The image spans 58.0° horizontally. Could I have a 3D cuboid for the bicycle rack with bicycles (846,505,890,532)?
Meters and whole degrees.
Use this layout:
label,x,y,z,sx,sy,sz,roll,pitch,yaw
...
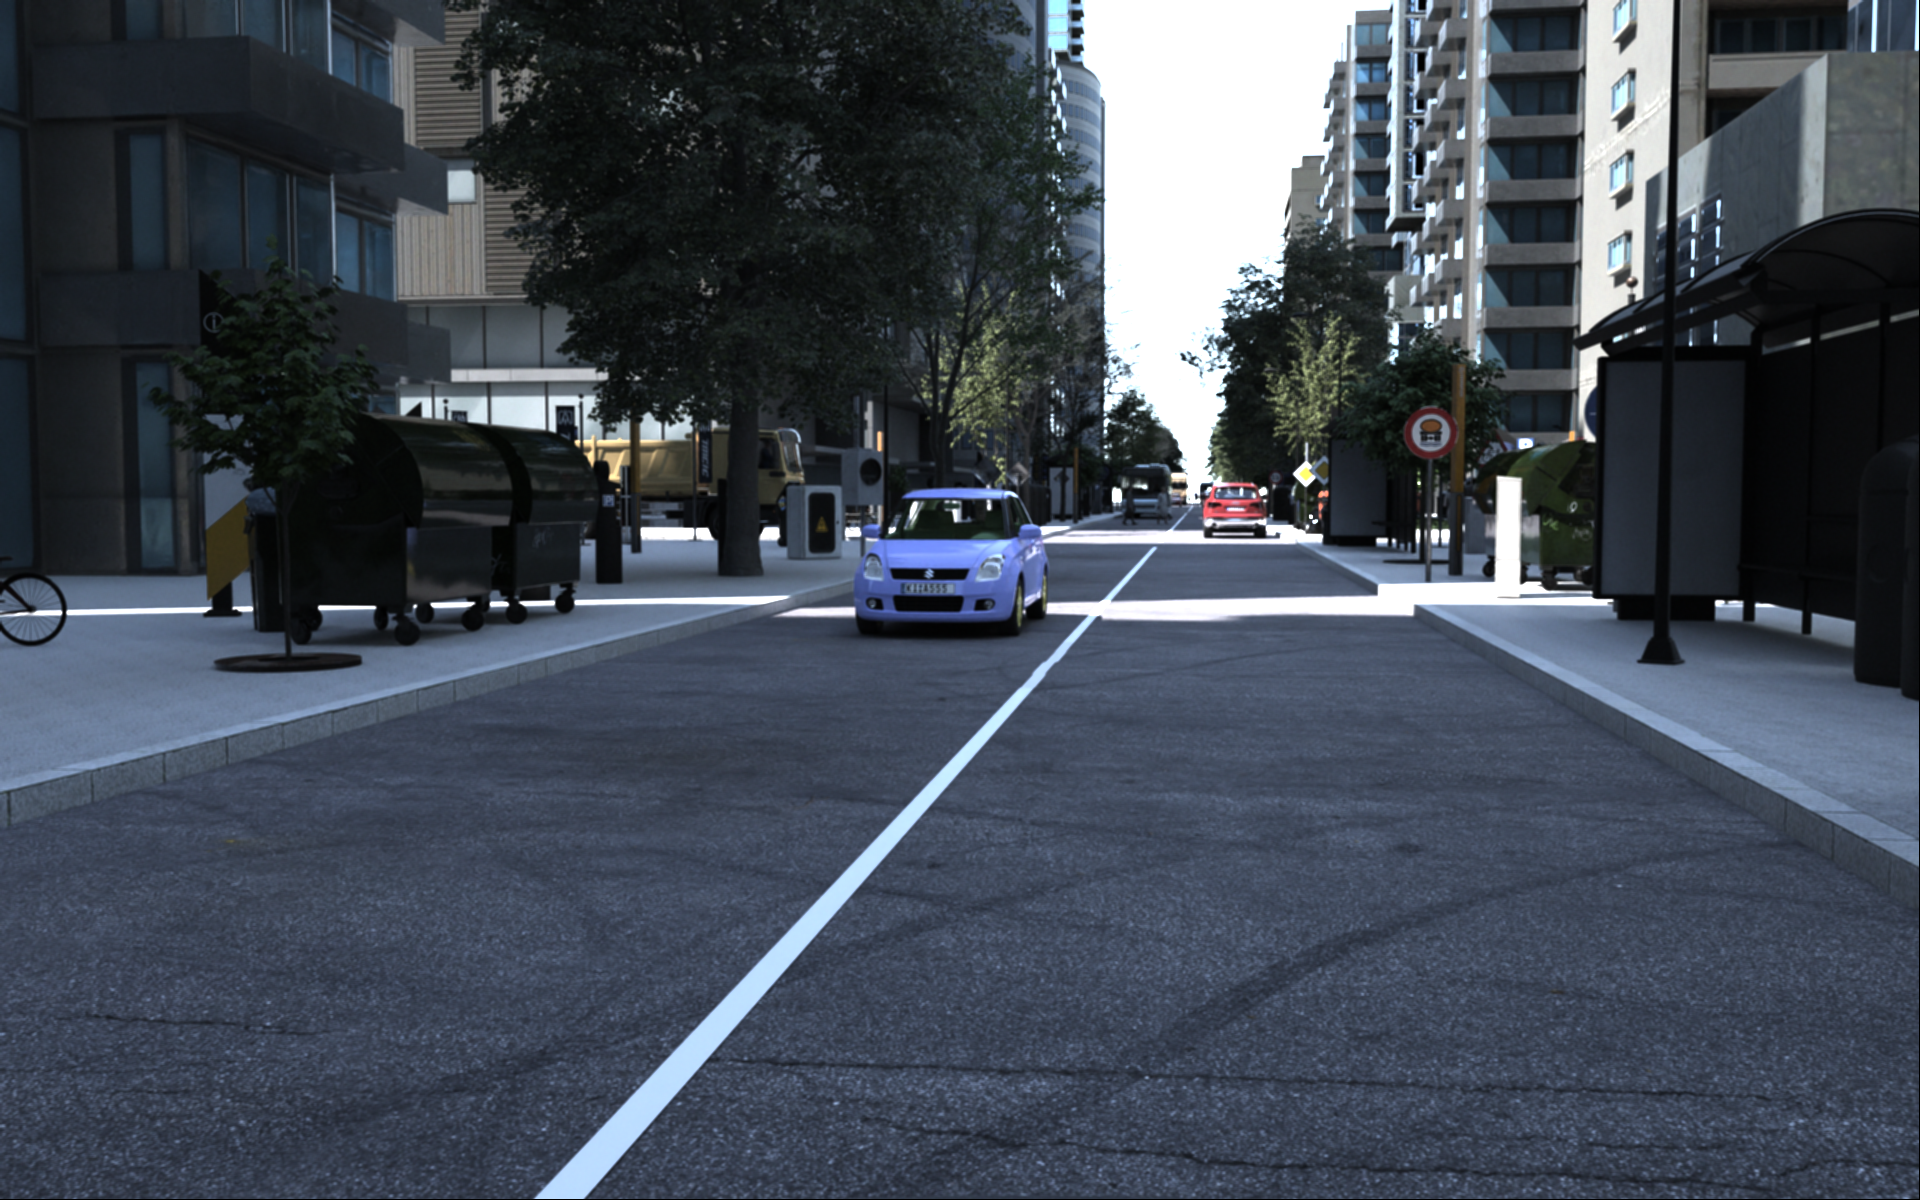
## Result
label,x,y,z,sx,sy,sz,roll,pitch,yaw
bicycle rack with bicycles,-3.539,-2.771,58.685,2.925,0.926,2.852,1,4,22

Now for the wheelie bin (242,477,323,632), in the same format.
label,x,y,z,sx,sy,sz,roll,pitch,yaw
wheelie bin,-6.371,-0.513,16.293,0.693,1.594,0.980,-2,4,-29

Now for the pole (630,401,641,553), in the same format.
label,x,y,z,sx,sy,sz,roll,pitch,yaw
pole,-7.038,-2.673,37.555,0.158,3.312,0.155,0,3,0

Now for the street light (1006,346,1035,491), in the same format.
label,x,y,z,sx,sy,sz,roll,pitch,yaw
street light,2.018,-4.979,53.944,1.470,5.913,1.316,0,4,8

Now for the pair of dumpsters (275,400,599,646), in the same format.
label,x,y,z,sx,sy,sz,roll,pitch,yaw
pair of dumpsters,-4.933,-0.865,16.633,1.574,2.255,4.437,0,4,8

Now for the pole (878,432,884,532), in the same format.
label,x,y,z,sx,sy,sz,roll,pitch,yaw
pole,-2.583,-3.841,56.645,0.158,3.312,0.155,0,3,0

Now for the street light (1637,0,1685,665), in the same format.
label,x,y,z,sx,sy,sz,roll,pitch,yaw
street light,4.799,-2.479,13.081,1.470,5.913,1.316,0,4,8

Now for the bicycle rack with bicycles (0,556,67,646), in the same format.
label,x,y,z,sx,sy,sz,roll,pitch,yaw
bicycle rack with bicycles,-9.080,-0.016,13.638,2.925,0.926,2.852,0,4,4

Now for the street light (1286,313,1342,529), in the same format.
label,x,y,z,sx,sy,sz,roll,pitch,yaw
street light,9.182,-4.397,44.438,1.470,5.913,1.316,0,4,8

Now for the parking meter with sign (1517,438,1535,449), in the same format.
label,x,y,z,sx,sy,sz,roll,pitch,yaw
parking meter with sign,18.198,-3.578,54.753,0.543,3.016,1.738,3,5,40

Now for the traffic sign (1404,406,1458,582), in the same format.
label,x,y,z,sx,sy,sz,roll,pitch,yaw
traffic sign,6.843,-1.537,25.238,0.768,2.556,0.104,1,4,11

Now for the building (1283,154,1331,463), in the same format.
label,x,y,z,sx,sy,sz,roll,pitch,yaw
building,56.336,-37.822,242.087,21.300,48.544,21.600,0,4,8

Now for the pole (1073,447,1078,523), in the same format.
label,x,y,z,sx,sy,sz,roll,pitch,yaw
pole,5.050,-5.002,75.621,0.158,3.312,0.155,0,3,0

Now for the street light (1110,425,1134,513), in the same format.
label,x,y,z,sx,sy,sz,roll,pitch,yaw
street light,10.713,-8.779,116.075,1.470,5.913,1.316,0,4,8

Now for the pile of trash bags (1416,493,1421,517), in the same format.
label,x,y,z,sx,sy,sz,roll,pitch,yaw
pile of trash bags,21.311,-4.475,82.920,1.912,1.369,3.447,-1,4,-10

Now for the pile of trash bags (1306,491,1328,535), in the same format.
label,x,y,z,sx,sy,sz,roll,pitch,yaw
pile of trash bags,11.830,-2.758,54.846,1.912,1.369,3.447,1,4,21

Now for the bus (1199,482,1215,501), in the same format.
label,x,y,z,sx,sy,sz,roll,pitch,yaw
bus,38.446,-16.709,268.058,2.948,3.499,13.247,1,4,9

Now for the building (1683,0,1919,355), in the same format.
label,x,y,z,sx,sy,sz,roll,pitch,yaw
building,23.008,-43.053,16.596,22.319,86.520,31.000,0,4,8

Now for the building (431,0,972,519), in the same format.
label,x,y,z,sx,sy,sz,roll,pitch,yaw
building,-14.268,-31.955,111.706,28.713,52.752,27.495,0,4,8

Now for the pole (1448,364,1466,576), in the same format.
label,x,y,z,sx,sy,sz,roll,pitch,yaw
pole,7.822,-2.043,27.240,0.158,3.312,0.155,0,3,0

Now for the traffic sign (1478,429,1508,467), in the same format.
label,x,y,z,sx,sy,sz,roll,pitch,yaw
traffic sign,10.642,-2.114,34.573,0.884,2.594,0.081,1,4,13

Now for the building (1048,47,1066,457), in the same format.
label,x,y,z,sx,sy,sz,roll,pitch,yaw
building,-1.244,-33.846,172.986,23.786,49.044,30.456,0,4,8

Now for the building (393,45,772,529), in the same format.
label,x,y,z,sx,sy,sz,roll,pitch,yaw
building,-18.256,-29.801,76.489,28.713,52.752,27.495,0,4,8

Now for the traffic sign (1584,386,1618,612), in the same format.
label,x,y,z,sx,sy,sz,roll,pitch,yaw
traffic sign,7.151,-1.142,18.776,0.768,2.556,0.104,1,4,16

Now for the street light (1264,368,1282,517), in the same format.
label,x,y,z,sx,sy,sz,roll,pitch,yaw
street light,11.925,-5.596,64.037,1.470,5.913,1.316,0,4,8

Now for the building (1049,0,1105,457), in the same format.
label,x,y,z,sx,sy,sz,roll,pitch,yaw
building,11.333,-58.136,263.191,22.319,86.520,31.000,0,4,8

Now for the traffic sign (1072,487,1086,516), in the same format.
label,x,y,z,sx,sy,sz,roll,pitch,yaw
traffic sign,6.141,-6.453,99.379,2.265,3.308,0.079,1,4,15

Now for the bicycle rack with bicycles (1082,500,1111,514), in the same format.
label,x,y,z,sx,sy,sz,roll,pitch,yaw
bicycle rack with bicycles,8.603,-6.188,114.549,2.925,0.926,2.852,-1,4,-19

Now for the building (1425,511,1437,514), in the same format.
label,x,y,z,sx,sy,sz,roll,pitch,yaw
building,40.552,-29.870,107.981,23.786,49.044,30.456,0,4,8

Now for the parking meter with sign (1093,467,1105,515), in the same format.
label,x,y,z,sx,sy,sz,roll,pitch,yaw
parking meter with sign,8.678,-6.899,109.058,0.543,3.016,1.738,1,4,15

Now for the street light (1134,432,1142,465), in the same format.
label,x,y,z,sx,sy,sz,roll,pitch,yaw
street light,12.613,-9.583,129.218,1.470,5.913,1.316,0,4,8

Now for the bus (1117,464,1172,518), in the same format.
label,x,y,z,sx,sy,sz,roll,pitch,yaw
bus,11.346,-6.721,104.751,2.948,3.499,13.247,1,4,9

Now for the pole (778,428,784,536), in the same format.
label,x,y,z,sx,sy,sz,roll,pitch,yaw
pole,-5.531,-3.653,53.572,0.158,3.312,0.155,0,3,0

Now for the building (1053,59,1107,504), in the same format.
label,x,y,z,sx,sy,sz,roll,pitch,yaw
building,8.383,-42.362,234.618,21.231,58.520,28.212,0,4,8

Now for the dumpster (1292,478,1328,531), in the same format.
label,x,y,z,sx,sy,sz,roll,pitch,yaw
dumpster,12.356,-3.535,60.295,1.502,2.255,1.985,1,4,8

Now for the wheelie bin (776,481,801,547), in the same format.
label,x,y,z,sx,sy,sz,roll,pitch,yaw
wheelie bin,-4.055,-2.112,42.438,0.693,1.594,0.980,1,4,22

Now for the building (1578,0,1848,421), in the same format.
label,x,y,z,sx,sy,sz,roll,pitch,yaw
building,36.331,-27.134,67.350,21.600,48.544,21.300,0,4,8

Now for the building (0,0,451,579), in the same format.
label,x,y,z,sx,sy,sz,roll,pitch,yaw
building,-25.743,-24.950,27.534,30.456,49.044,23.786,0,4,8

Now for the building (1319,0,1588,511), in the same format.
label,x,y,z,sx,sy,sz,roll,pitch,yaw
building,48.123,-33.942,174.559,23.786,49.044,30.456,0,4,8

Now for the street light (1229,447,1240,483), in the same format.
label,x,y,z,sx,sy,sz,roll,pitch,yaw
street light,22.679,-10.240,139.969,1.470,5.913,1.316,0,4,8

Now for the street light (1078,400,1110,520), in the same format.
label,x,y,z,sx,sy,sz,roll,pitch,yaw
street light,6.457,-6.888,85.162,1.470,5.913,1.316,0,4,8

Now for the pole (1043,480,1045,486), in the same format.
label,x,y,z,sx,sy,sz,roll,pitch,yaw
pole,5.144,-6.877,106.288,0.158,3.312,0.155,0,3,0

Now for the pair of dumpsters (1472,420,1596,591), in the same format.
label,x,y,z,sx,sy,sz,roll,pitch,yaw
pair of dumpsters,8.443,-1.357,24.678,1.574,2.255,4.437,0,4,8

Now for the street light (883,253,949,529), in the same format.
label,x,y,z,sx,sy,sz,roll,pitch,yaw
street light,-0.907,-3.734,33.587,1.470,5.913,1.316,0,4,8

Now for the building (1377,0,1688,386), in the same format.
label,x,y,z,sx,sy,sz,roll,pitch,yaw
building,44.292,-50.783,142.981,22.319,86.520,31.000,0,4,8

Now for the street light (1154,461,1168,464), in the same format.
label,x,y,z,sx,sy,sz,roll,pitch,yaw
street light,24.346,-14.651,212.090,1.470,5.913,1.316,0,4,8

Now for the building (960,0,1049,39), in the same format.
label,x,y,z,sx,sy,sz,roll,pitch,yaw
building,-4.380,-36.793,143.570,21.231,58.520,28.212,0,4,8

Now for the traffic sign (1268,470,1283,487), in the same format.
label,x,y,z,sx,sy,sz,roll,pitch,yaw
traffic sign,16.873,-5.656,92.581,0.768,2.556,0.104,1,4,15

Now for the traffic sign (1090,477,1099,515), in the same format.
label,x,y,z,sx,sy,sz,roll,pitch,yaw
traffic sign,8.047,-6.445,105.481,0.768,2.556,0.104,1,4,17

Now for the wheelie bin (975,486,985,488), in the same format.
label,x,y,z,sx,sy,sz,roll,pitch,yaw
wheelie bin,0.924,-3.647,67.530,0.980,1.594,0.693,1,4,8
